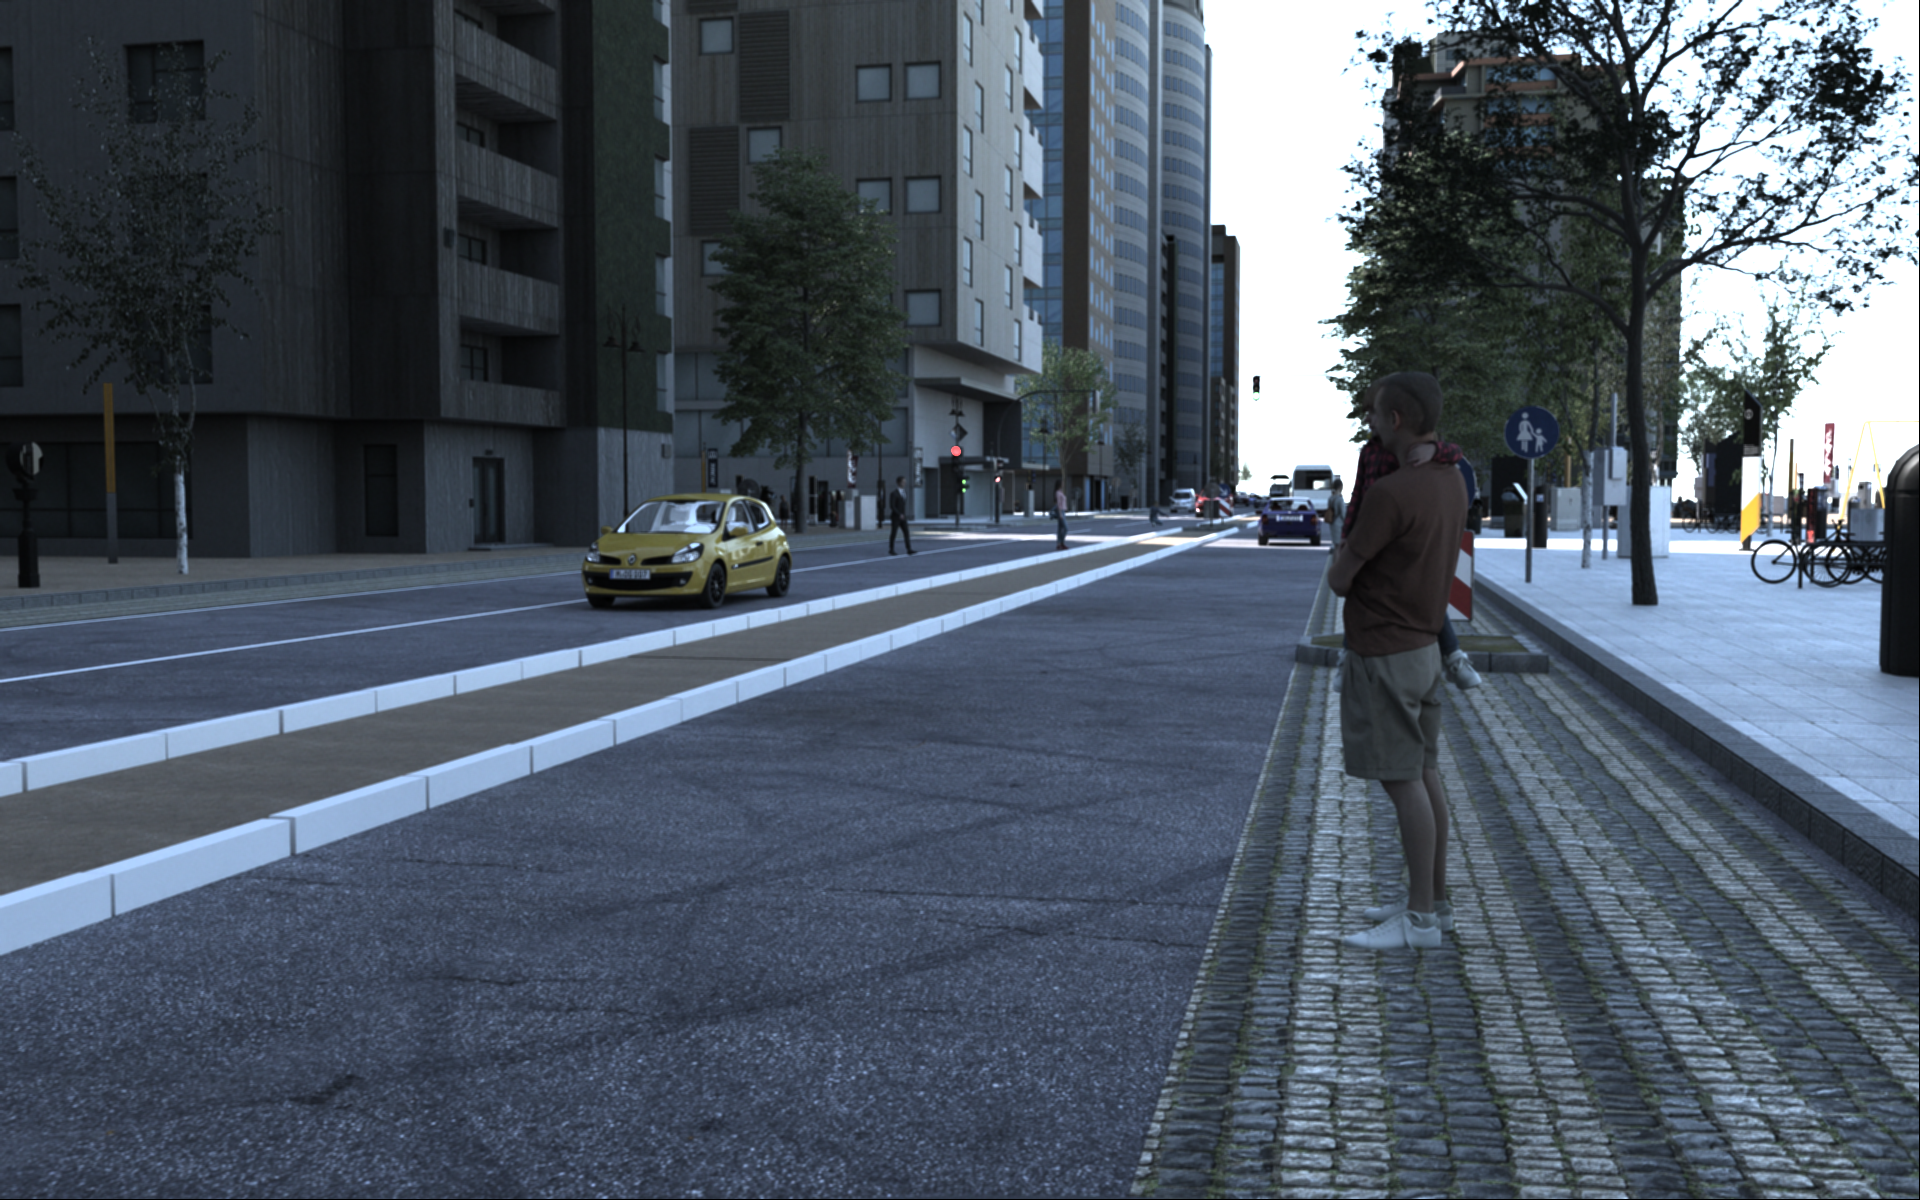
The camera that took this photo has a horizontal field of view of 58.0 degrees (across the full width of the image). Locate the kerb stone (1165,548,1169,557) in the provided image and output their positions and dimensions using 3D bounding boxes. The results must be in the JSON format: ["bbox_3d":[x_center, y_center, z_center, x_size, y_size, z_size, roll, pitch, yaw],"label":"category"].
[{"bbox_3d":[4.585,-1.049,39.419,0.120,0.150,1.000,1,4,13],"label":"kerb stone"}]

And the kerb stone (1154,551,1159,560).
[{"bbox_3d":[4.135,-0.931,37.416,0.120,0.150,1.000,1,4,13],"label":"kerb stone"}]

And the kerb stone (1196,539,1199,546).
[{"bbox_3d":[6.378,-1.535,47.403,0.120,0.150,1.000,1,4,13],"label":"kerb stone"}]

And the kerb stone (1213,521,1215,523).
[{"bbox_3d":[11.616,-3.558,80.364,0.120,0.150,1.000,1,4,13],"label":"kerb stone"}]

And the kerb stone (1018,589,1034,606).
[{"bbox_3d":[0.772,-0.011,22.379,0.120,0.150,1.000,1,4,13],"label":"kerb stone"}]

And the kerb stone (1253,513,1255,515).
[{"bbox_3d":[19.238,-5.640,114.403,0.120,0.150,1.000,1,4,13],"label":"kerb stone"}]

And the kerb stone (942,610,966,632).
[{"bbox_3d":[-0.124,0.239,18.385,0.120,0.150,1.000,1,4,13],"label":"kerb stone"}]

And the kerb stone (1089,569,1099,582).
[{"bbox_3d":[2.114,-0.379,28.399,0.120,0.150,1.000,1,4,13],"label":"kerb stone"}]

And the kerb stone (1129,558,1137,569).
[{"bbox_3d":[3.242,-0.686,33.411,0.120,0.150,1.000,1,4,13],"label":"kerb stone"}]

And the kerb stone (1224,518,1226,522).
[{"bbox_3d":[13.180,-3.987,87.380,0.120,0.150,1.000,1,4,13],"label":"kerb stone"}]

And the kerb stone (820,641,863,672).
[{"bbox_3d":[-1.021,0.478,14.380,0.120,0.150,1.000,1,4,13],"label":"kerb stone"}]

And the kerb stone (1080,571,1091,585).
[{"bbox_3d":[1.899,-0.318,27.389,0.120,0.150,1.000,1,4,13],"label":"kerb stone"}]

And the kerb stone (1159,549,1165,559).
[{"bbox_3d":[4.374,-0.987,38.411,0.120,0.150,1.000,1,4,13],"label":"kerb stone"}]

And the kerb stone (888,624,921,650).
[{"bbox_3d":[-0.575,0.359,16.382,0.120,0.150,1.000,1,4,13],"label":"kerb stone"}]

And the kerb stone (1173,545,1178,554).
[{"bbox_3d":[5.037,-1.173,41.415,0.120,0.150,1.000,1,4,13],"label":"kerb stone"}]

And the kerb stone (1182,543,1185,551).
[{"bbox_3d":[5.478,-1.298,43.412,0.120,0.150,1.000,1,4,13],"label":"kerb stone"}]

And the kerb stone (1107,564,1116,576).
[{"bbox_3d":[2.571,-0.497,30.406,0.120,0.150,1.000,1,4,13],"label":"kerb stone"}]

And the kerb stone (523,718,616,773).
[{"bbox_3d":[-2.139,0.791,9.382,0.120,0.150,1.000,1,4,13],"label":"kerb stone"}]

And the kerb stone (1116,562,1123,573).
[{"bbox_3d":[2.794,-0.563,31.406,0.120,0.150,1.000,1,4,13],"label":"kerb stone"}]

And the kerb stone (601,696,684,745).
[{"bbox_3d":[-1.915,0.727,10.389,0.120,0.150,1.000,1,4,13],"label":"kerb stone"}]

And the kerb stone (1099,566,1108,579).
[{"bbox_3d":[2.342,-0.438,29.399,0.120,0.150,1.000,1,4,13],"label":"kerb stone"}]

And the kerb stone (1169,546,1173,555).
[{"bbox_3d":[4.807,-1.115,40.418,0.120,0.150,1.000,1,4,13],"label":"kerb stone"}]

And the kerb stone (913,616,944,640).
[{"bbox_3d":[-0.354,0.294,17.387,0.120,0.150,1.000,1,4,13],"label":"kerb stone"}]

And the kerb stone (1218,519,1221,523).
[{"bbox_3d":[12.506,-3.803,84.367,0.120,0.150,1.000,1,4,13],"label":"kerb stone"}]

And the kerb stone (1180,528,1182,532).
[{"bbox_3d":[8.132,-2.604,64.848,0.120,0.150,1.000,1,4,13],"label":"kerb stone"}]

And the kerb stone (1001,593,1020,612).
[{"bbox_3d":[0.552,0.050,21.381,0.120,0.150,1.000,1,4,13],"label":"kerb stone"}]

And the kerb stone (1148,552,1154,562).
[{"bbox_3d":[3.918,-0.866,36.409,0.120,0.150,1.000,1,4,13],"label":"kerb stone"}]

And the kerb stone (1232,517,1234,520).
[{"bbox_3d":[14.524,-4.354,93.381,0.120,0.150,1.000,1,4,13],"label":"kerb stone"}]

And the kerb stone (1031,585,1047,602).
[{"bbox_3d":[0.997,-0.072,23.378,0.120,0.150,1.000,1,4,13],"label":"kerb stone"}]

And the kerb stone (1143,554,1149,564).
[{"bbox_3d":[3.695,-0.803,35.411,0.120,0.150,1.000,1,4,13],"label":"kerb stone"}]

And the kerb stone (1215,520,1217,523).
[{"bbox_3d":[11.836,-3.614,81.370,0.120,0.150,1.000,1,4,13],"label":"kerb stone"}]

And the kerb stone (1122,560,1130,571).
[{"bbox_3d":[3.012,-0.619,32.405,0.120,0.150,1.000,1,4,13],"label":"kerb stone"}]

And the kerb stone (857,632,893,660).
[{"bbox_3d":[-0.802,0.420,15.380,0.120,0.150,1.000,1,4,13],"label":"kerb stone"}]

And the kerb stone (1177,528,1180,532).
[{"bbox_3d":[7.914,-2.547,63.846,0.120,0.150,1.000,1,4,13],"label":"kerb stone"}]

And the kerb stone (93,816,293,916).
[{"bbox_3d":[-2.820,0.974,6.381,0.120,0.150,1.000,1,4,13],"label":"kerb stone"}]

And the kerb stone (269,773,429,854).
[{"bbox_3d":[-2.590,0.906,7.384,0.120,0.150,1.000,1,4,13],"label":"kerb stone"}]

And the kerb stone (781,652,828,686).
[{"bbox_3d":[-1.245,0.542,13.383,0.120,0.150,1.000,1,4,13],"label":"kerb stone"}]

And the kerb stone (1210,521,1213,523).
[{"bbox_3d":[11.390,-3.497,79.365,0.120,0.150,1.000,1,4,13],"label":"kerb stone"}]

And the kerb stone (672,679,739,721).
[{"bbox_3d":[-1.697,0.662,11.388,0.120,0.150,1.000,1,4,13],"label":"kerb stone"}]

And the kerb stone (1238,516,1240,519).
[{"bbox_3d":[15.648,-4.656,98.397,0.120,0.150,1.000,1,4,13],"label":"kerb stone"}]

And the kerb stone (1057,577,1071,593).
[{"bbox_3d":[1.445,-0.195,25.387,0.120,0.150,1.000,1,4,13],"label":"kerb stone"}]

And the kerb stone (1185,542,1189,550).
[{"bbox_3d":[5.708,-1.355,44.409,0.120,0.150,1.000,1,4,13],"label":"kerb stone"}]

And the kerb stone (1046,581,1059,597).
[{"bbox_3d":[1.216,-0.125,24.391,0.120,0.150,1.000,1,4,13],"label":"kerb stone"}]

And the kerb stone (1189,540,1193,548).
[{"bbox_3d":[5.926,-1.420,45.408,0.120,0.150,1.000,1,4,13],"label":"kerb stone"}]

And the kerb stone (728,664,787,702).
[{"bbox_3d":[-1.473,0.600,12.386,0.120,0.150,1.000,1,4,13],"label":"kerb stone"}]

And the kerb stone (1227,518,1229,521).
[{"bbox_3d":[13.635,-4.109,89.372,0.120,0.150,1.000,1,4,13],"label":"kerb stone"}]

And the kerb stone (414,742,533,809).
[{"bbox_3d":[-2.366,0.845,8.382,0.120,0.150,1.000,1,4,13],"label":"kerb stone"}]

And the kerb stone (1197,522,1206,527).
[{"bbox_3d":[10.501,-3.247,75.372,0.120,0.150,1.000,1,4,13],"label":"kerb stone"}]

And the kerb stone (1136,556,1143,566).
[{"bbox_3d":[3.472,-0.747,34.407,0.120,0.150,1.000,1,4,13],"label":"kerb stone"}]

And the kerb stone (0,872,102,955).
[{"bbox_3d":[-3.039,1.030,5.383,0.120,0.150,1.000,1,4,13],"label":"kerb stone"}]

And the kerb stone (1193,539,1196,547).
[{"bbox_3d":[6.157,-1.479,46.405,0.120,0.150,1.000,1,4,13],"label":"kerb stone"}]

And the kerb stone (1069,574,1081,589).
[{"bbox_3d":[1.670,-0.256,26.386,0.120,0.150,1.000,1,4,13],"label":"kerb stone"}]

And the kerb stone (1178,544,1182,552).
[{"bbox_3d":[5.263,-1.236,42.412,0.120,0.150,1.000,1,4,13],"label":"kerb stone"}]

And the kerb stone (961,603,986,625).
[{"bbox_3d":[0.102,0.172,19.386,0.120,0.150,1.000,1,4,13],"label":"kerb stone"}]

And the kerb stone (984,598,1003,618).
[{"bbox_3d":[0.325,0.111,20.384,0.120,0.150,1.000,1,4,13],"label":"kerb stone"}]
